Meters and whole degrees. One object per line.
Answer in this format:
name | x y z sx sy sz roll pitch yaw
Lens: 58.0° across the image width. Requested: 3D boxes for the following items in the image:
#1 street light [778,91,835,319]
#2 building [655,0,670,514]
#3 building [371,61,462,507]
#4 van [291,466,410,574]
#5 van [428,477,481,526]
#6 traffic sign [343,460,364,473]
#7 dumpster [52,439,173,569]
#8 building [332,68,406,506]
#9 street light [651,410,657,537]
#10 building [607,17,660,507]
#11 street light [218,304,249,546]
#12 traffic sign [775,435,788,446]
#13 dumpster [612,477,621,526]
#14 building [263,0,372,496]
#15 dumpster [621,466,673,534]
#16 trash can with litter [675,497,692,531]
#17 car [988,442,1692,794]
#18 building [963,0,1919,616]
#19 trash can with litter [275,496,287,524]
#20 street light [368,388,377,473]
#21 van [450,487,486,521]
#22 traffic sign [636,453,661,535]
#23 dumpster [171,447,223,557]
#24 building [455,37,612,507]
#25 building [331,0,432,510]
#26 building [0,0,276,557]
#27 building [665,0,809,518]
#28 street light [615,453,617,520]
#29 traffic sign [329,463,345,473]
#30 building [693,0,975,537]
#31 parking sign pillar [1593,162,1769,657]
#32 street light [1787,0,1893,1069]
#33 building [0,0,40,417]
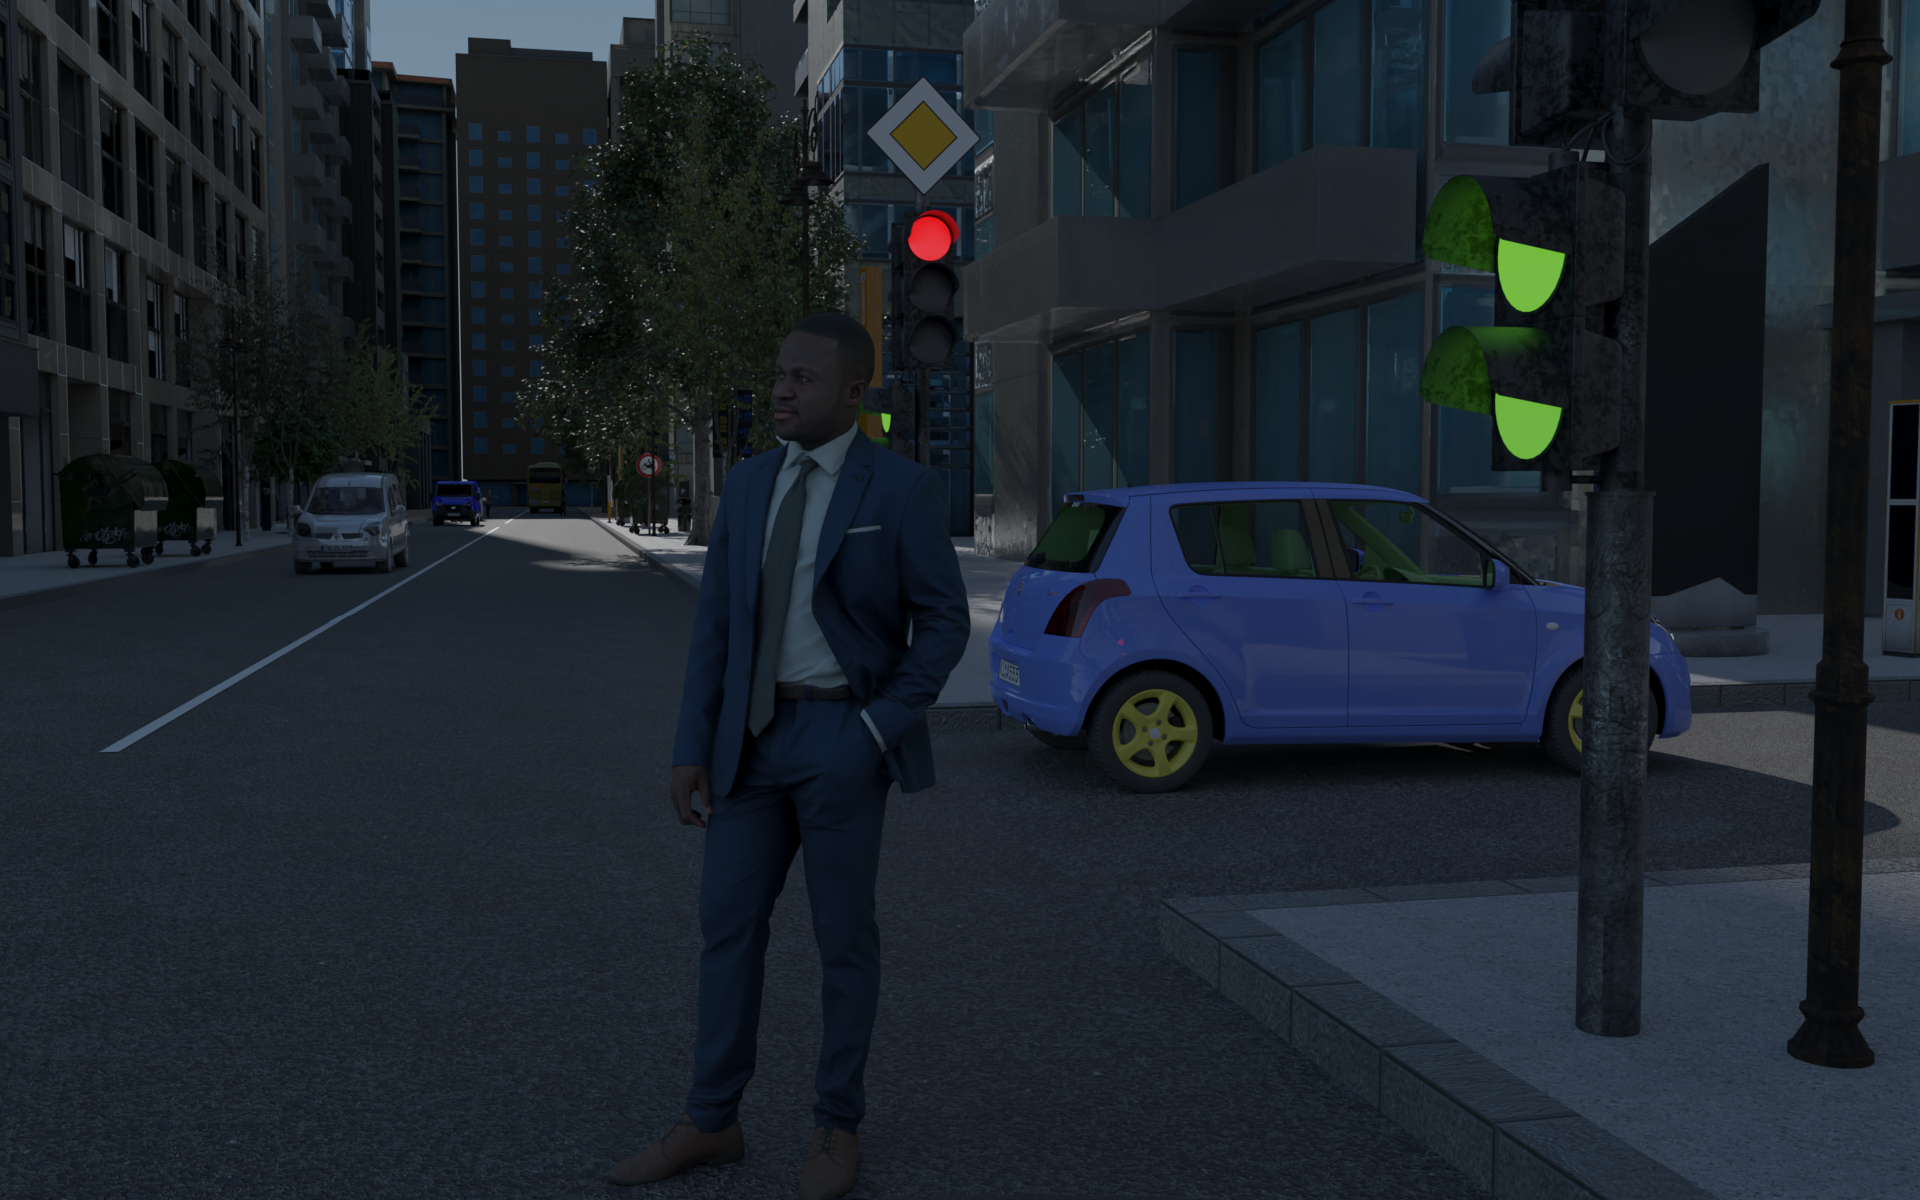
street light | -1.813 -2.914 20.432 0.468 5.910 1.993 -1 4 -13
building | -10.619 -35.412 120.983 21.231 58.520 28.212 -1 4 -13
building | -65.311 -31.793 174.444 28.867 44.769 22.147 -1 4 -13
van | -11.391 -1.560 32.514 2.013 2.044 4.112 -1 4 -11
van | -23.048 -4.583 79.316 2.240 2.365 5.245 -1 4 -13
traffic sign | -22.982 -4.012 65.695 0.768 2.556 0.104 -1 4 -10
dumpster | -15.016 -1.721 30.635 1.502 2.255 1.985 -1 4 -13
building | -45.659 -21.125 117.102 14.160 30.474 14.107 -1 4 -13
street light | -9.251 -4.858 52.211 0.468 5.910 1.993 -1 4 -13
building | -26.207 -34.176 182.482 21.600 48.544 21.300 -1 4 -13
street light | -17.718 -4.256 42.366 0.468 5.910 1.993 -1 4 -13
traffic sign | -2.077 -1.346 23.199 0.795 2.450 0.064 0 4 -6
dumpster | -13.131 -4.085 69.276 1.502 2.255 1.985 -1 4 -13
building | -45.535 -28.979 93.411 23.786 49.044 30.456 -1 4 -13
dumpster | -10.087 -3.276 56.057 1.502 2.255 1.985 -1 4 -13
trash can with litter | -9.569 -2.948 59.588 0.624 1.170 1.055 -1 4 -17
car | 2.020 0.019 9.274 3.694 1.707 1.945 -1 4 -12
building | 14.952 -24.985 28.120 30.456 49.044 23.786 -1 4 -13
trash can with litter | -29.705 -3.942 75.513 1.678 1.210 2.233 -2 4 -25
street light | -25.379 -6.251 74.997 0.468 5.910 1.993 -1 4 -13
van | -26.238 -5.207 92.139 2.013 2.044 4.112 -1 4 -14
traffic sign | -9.667 -3.287 53.849 0.768 2.556 0.104 -1 4 -11
dumpster | -16.260 -2.045 35.928 1.502 2.255 1.985 -1 4 -13
building | -42.811 -32.092 174.821 14.200 45.320 14.600 -1 4 -13
building | -59.575 -50.423 137.080 31.000 86.520 22.319 -1 4 -13
building | -32.525 -14.947 48.899 19.350 26.468 34.151 -1 4 -13
building | -9.933 -25.453 99.747 14.154 41.232 14.086 -1 4 -13
street light | -16.807 -6.835 84.542 0.468 5.910 1.993 -1 4 -13
traffic sign | -23.149 -3.851 64.154 0.795 2.450 0.064 -1 4 -13
building | 2.049 -46.021 65.118 22.319 86.520 31.000 -1 4 -13
parking sign pillar | 5.889 -1.573 14.193 1.447 3.967 1.447 -1 4 -15
street light | 1.986 -1.895 3.774 0.468 5.910 1.993 -1 4 -13
building | -22.474 -13.914 20.997 14.314 27.812 24.014 -1 4 -13
